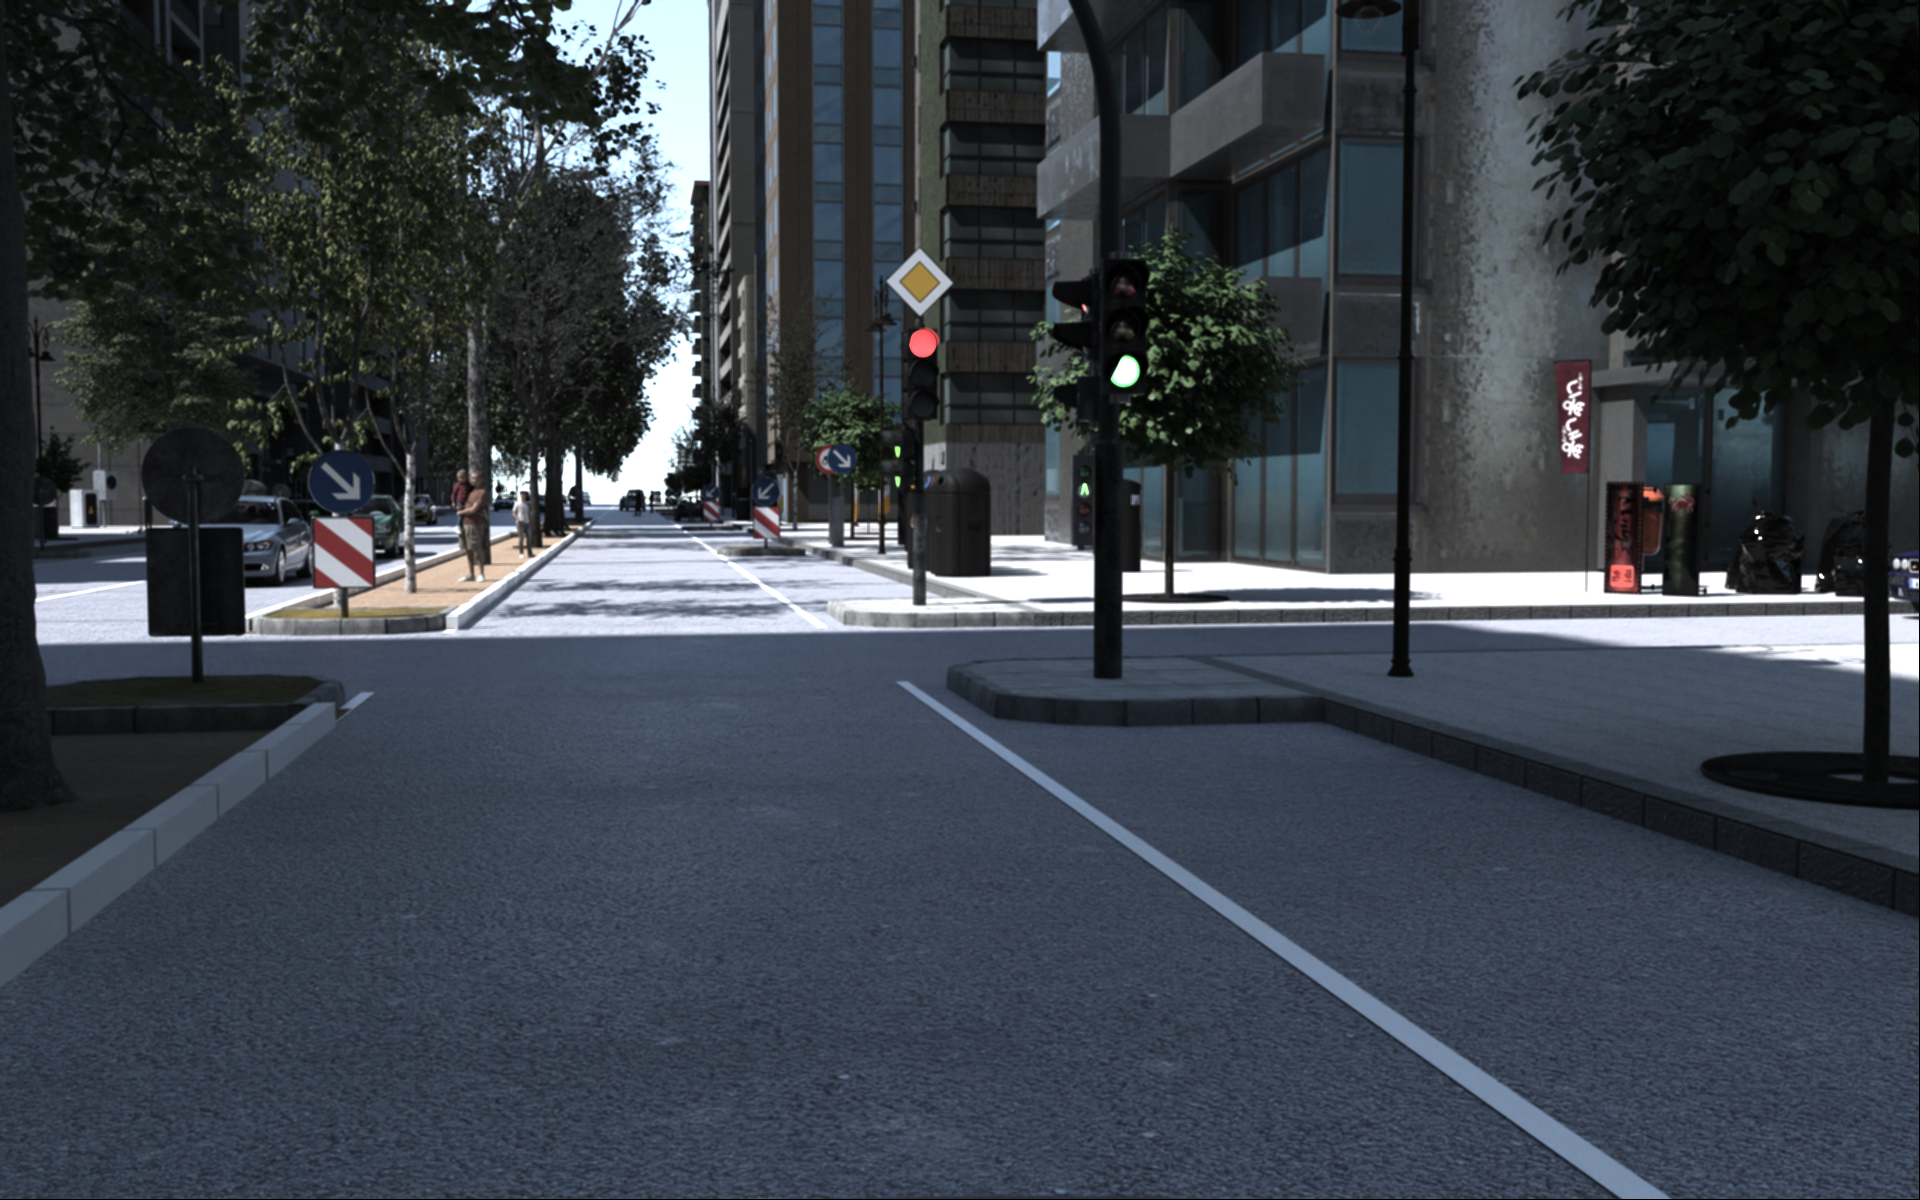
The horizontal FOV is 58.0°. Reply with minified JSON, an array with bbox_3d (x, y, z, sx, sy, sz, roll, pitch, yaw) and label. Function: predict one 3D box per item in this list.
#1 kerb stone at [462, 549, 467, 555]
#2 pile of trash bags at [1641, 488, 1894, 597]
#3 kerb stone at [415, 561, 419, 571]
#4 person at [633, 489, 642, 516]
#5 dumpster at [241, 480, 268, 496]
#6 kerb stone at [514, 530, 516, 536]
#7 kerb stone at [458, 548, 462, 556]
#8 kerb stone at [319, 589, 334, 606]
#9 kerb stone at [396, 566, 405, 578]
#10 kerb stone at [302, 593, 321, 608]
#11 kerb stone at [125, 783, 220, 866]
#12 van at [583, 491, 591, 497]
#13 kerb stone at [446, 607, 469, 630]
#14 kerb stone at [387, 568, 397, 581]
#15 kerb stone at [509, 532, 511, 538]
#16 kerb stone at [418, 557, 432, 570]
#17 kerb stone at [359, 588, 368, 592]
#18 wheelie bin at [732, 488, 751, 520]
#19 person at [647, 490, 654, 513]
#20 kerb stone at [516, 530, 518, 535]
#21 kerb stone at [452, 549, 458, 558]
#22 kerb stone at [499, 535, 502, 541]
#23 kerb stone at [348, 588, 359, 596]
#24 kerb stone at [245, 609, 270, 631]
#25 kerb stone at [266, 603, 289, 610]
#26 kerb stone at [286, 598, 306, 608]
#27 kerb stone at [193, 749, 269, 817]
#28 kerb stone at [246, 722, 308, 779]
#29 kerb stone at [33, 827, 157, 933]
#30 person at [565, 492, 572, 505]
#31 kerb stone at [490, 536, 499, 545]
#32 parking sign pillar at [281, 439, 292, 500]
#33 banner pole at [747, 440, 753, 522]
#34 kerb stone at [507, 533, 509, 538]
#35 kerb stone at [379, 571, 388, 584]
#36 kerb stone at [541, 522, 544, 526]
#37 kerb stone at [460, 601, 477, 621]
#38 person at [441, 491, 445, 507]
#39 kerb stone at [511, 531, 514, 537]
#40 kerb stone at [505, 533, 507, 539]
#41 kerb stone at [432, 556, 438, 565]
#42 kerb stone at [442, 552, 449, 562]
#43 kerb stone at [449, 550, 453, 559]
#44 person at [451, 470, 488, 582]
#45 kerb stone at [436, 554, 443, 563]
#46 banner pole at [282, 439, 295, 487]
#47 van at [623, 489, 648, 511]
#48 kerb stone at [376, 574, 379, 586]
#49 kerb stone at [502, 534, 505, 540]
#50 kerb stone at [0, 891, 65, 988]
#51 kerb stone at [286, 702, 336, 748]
[{"bbox_3d":[-11.721,-1.121,40.555,0.120,0.150,1.000,-1,4,-11],"label":"kerb stone"},{"bbox_3d":[10.516,-0.805,22.921,3.447,1.369,1.912,2,4,33],"label":"pile of trash bags"},{"bbox_3d":[-9.998,-0.569,31.491,0.120,0.150,1.000,-1,4,-11],"label":"kerb stone"},{"bbox_3d":[-21.461,-6.485,114.974,0.568,1.767,0.683,1,4,22],"label":"person"},{"bbox_3d":[-28.863,-3.941,70.198,1.264,1.857,1.865,-1,4,-11],"label":"dumpster"},{"bbox_3d":[-14.963,-2.169,57.655,0.120,0.150,1.000,-1,4,-11],"label":"kerb stone"},{"bbox_3d":[-11.537,-1.061,39.544,0.120,0.150,1.000,-1,4,-11],"label":"kerb stone"},{"bbox_3d":[-8.275,-0.010,22.435,0.120,0.150,1.000,-1,4,-11],"label":"kerb stone"},{"bbox_3d":[-9.625,-0.444,29.481,0.120,0.150,1.000,-1,4,-11],"label":"kerb stone"},{"bbox_3d":[-8.093,0.047,21.429,0.120,0.150,1.000,-1,4,-11],"label":"kerb stone"},{"bbox_3d":[-3.239,0.921,7.129,0.120,0.150,1.000,-1,4,-11],"label":"kerb stone"},{"bbox_3d":[-52.326,-14.313,241.025,2.013,2.044,4.112,-1,4,-9],"label":"van"},{"bbox_3d":[-5.443,0.212,18.722,0.120,0.150,1.000,-1,4,-11],"label":"kerb stone"},{"bbox_3d":[-9.423,-0.384,28.469,0.120,0.150,1.000,-1,4,-11],"label":"kerb stone"},{"bbox_3d":[-14.590,-2.041,55.641,0.120,0.150,1.000,-1,4,-11],"label":"kerb stone"},{"bbox_3d":[-10.382,-0.691,33.500,0.120,0.150,1.000,-1,4,-11],"label":"kerb stone"},{"bbox_3d":[-8.845,-0.199,25.452,0.120,0.150,1.000,-1,4,-11],"label":"kerb stone"},{"bbox_3d":[-10.773,-4.740,85.402,0.980,1.594,0.693,-1,4,-17],"label":"wheelie bin"},{"bbox_3d":[-23.953,-7.628,134.046,0.721,1.723,1.217,-2,4,-27],"label":"person"},{"bbox_3d":[-15.163,-2.227,58.658,0.120,0.150,1.000,-1,4,-11],"label":"kerb stone"},{"bbox_3d":[-11.339,-0.997,38.542,0.120,0.150,1.000,-1,4,-11],"label":"kerb stone"},{"bbox_3d":[-13.821,-1.799,51.614,0.120,0.150,1.000,-1,4,-11],"label":"kerb stone"},{"bbox_3d":[-8.666,-0.137,24.441,0.120,0.150,1.000,-1,4,-11],"label":"kerb stone"},{"bbox_3d":[-7.515,0.233,18.416,0.120,0.150,1.000,-1,4,-11],"label":"kerb stone"},{"bbox_3d":[-7.714,0.170,19.418,0.120,0.150,1.000,-1,4,-11],"label":"kerb stone"},{"bbox_3d":[-7.901,0.110,20.423,0.120,0.150,1.000,-1,4,-11],"label":"kerb stone"},{"bbox_3d":[-3.431,0.860,8.142,0.120,0.150,1.000,-1,4,-11],"label":"kerb stone"},{"bbox_3d":[-3.619,0.798,9.160,0.120,0.150,1.000,-1,4,-11],"label":"kerb stone"},{"bbox_3d":[-3.050,0.983,6.124,0.120,0.150,1.000,-1,4,-11],"label":"kerb stone"},{"bbox_3d":[-50.728,-13.160,224.495,0.721,1.723,1.217,2,4,31],"label":"person"},{"bbox_3d":[-13.632,-1.738,50.610,0.120,0.150,1.000,-1,4,-11],"label":"kerb stone"},{"bbox_3d":[-32.957,-5.896,84.875,1.447,3.967,1.447,-1,4,-18],"label":"parking sign pillar"},{"bbox_3d":[-9.675,-5.536,80.528,0.401,3.779,0.863,0,4,-1],"label":"banner pole"},{"bbox_3d":[-14.392,-1.984,54.627,0.120,0.150,1.000,-1,4,-11],"label":"kerb stone"},{"bbox_3d":[-9.240,-0.321,27.464,0.120,0.150,1.000,-1,4,-11],"label":"kerb stone"},{"bbox_3d":[-19.361,-3.584,80.801,0.120,0.150,1.000,-1,4,-11],"label":"kerb stone"},{"bbox_3d":[-5.632,0.151,19.726,0.120,0.150,1.000,-1,4,-11],"label":"kerb stone"},{"bbox_3d":[-50.947,-9.869,170.781,0.530,1.710,0.541,-1,4,-11],"label":"person"},{"bbox_3d":[-14.777,-2.107,56.650,0.120,0.150,1.000,-1,4,-11],"label":"kerb stone"},{"bbox_3d":[-14.200,-1.916,53.623,0.120,0.150,1.000,-1,4,-11],"label":"kerb stone"},{"bbox_3d":[-10.577,-0.752,34.504,0.120,0.150,1.000,-1,4,-11],"label":"kerb stone"},{"bbox_3d":[-10.952,-0.876,36.523,0.120,0.150,1.000,-1,4,-11],"label":"kerb stone"},{"bbox_3d":[-11.150,-0.935,37.530,0.120,0.150,1.000,-1,4,-11],"label":"kerb stone"},{"bbox_3d":[-7.974,-1.206,28.200,0.580,1.828,0.573,-1,4,-10],"label":"person"},{"bbox_3d":[-10.766,-0.814,35.518,0.120,0.150,1.000,-1,4,-11],"label":"kerb stone"},{"bbox_3d":[-30.299,-5.387,78.099,0.863,3.779,0.401,1,4,20],"label":"banner pole"},{"bbox_3d":[-27.437,-8.527,146.433,2.013,2.044,4.112,-1,4,-11],"label":"van"},{"bbox_3d":[-9.045,-0.261,26.460,0.120,0.150,1.000,-1,4,-11],"label":"kerb stone"},{"bbox_3d":[-14.012,-1.861,52.618,0.120,0.150,1.000,-1,4,-11],"label":"kerb stone"},{"bbox_3d":[-2.862,1.045,5.116,0.120,0.150,1.000,-1,4,-11],"label":"kerb stone"},{"bbox_3d":[-3.812,0.736,10.164,0.120,0.150,1.000,-1,4,-11],"label":"kerb stone"}]
